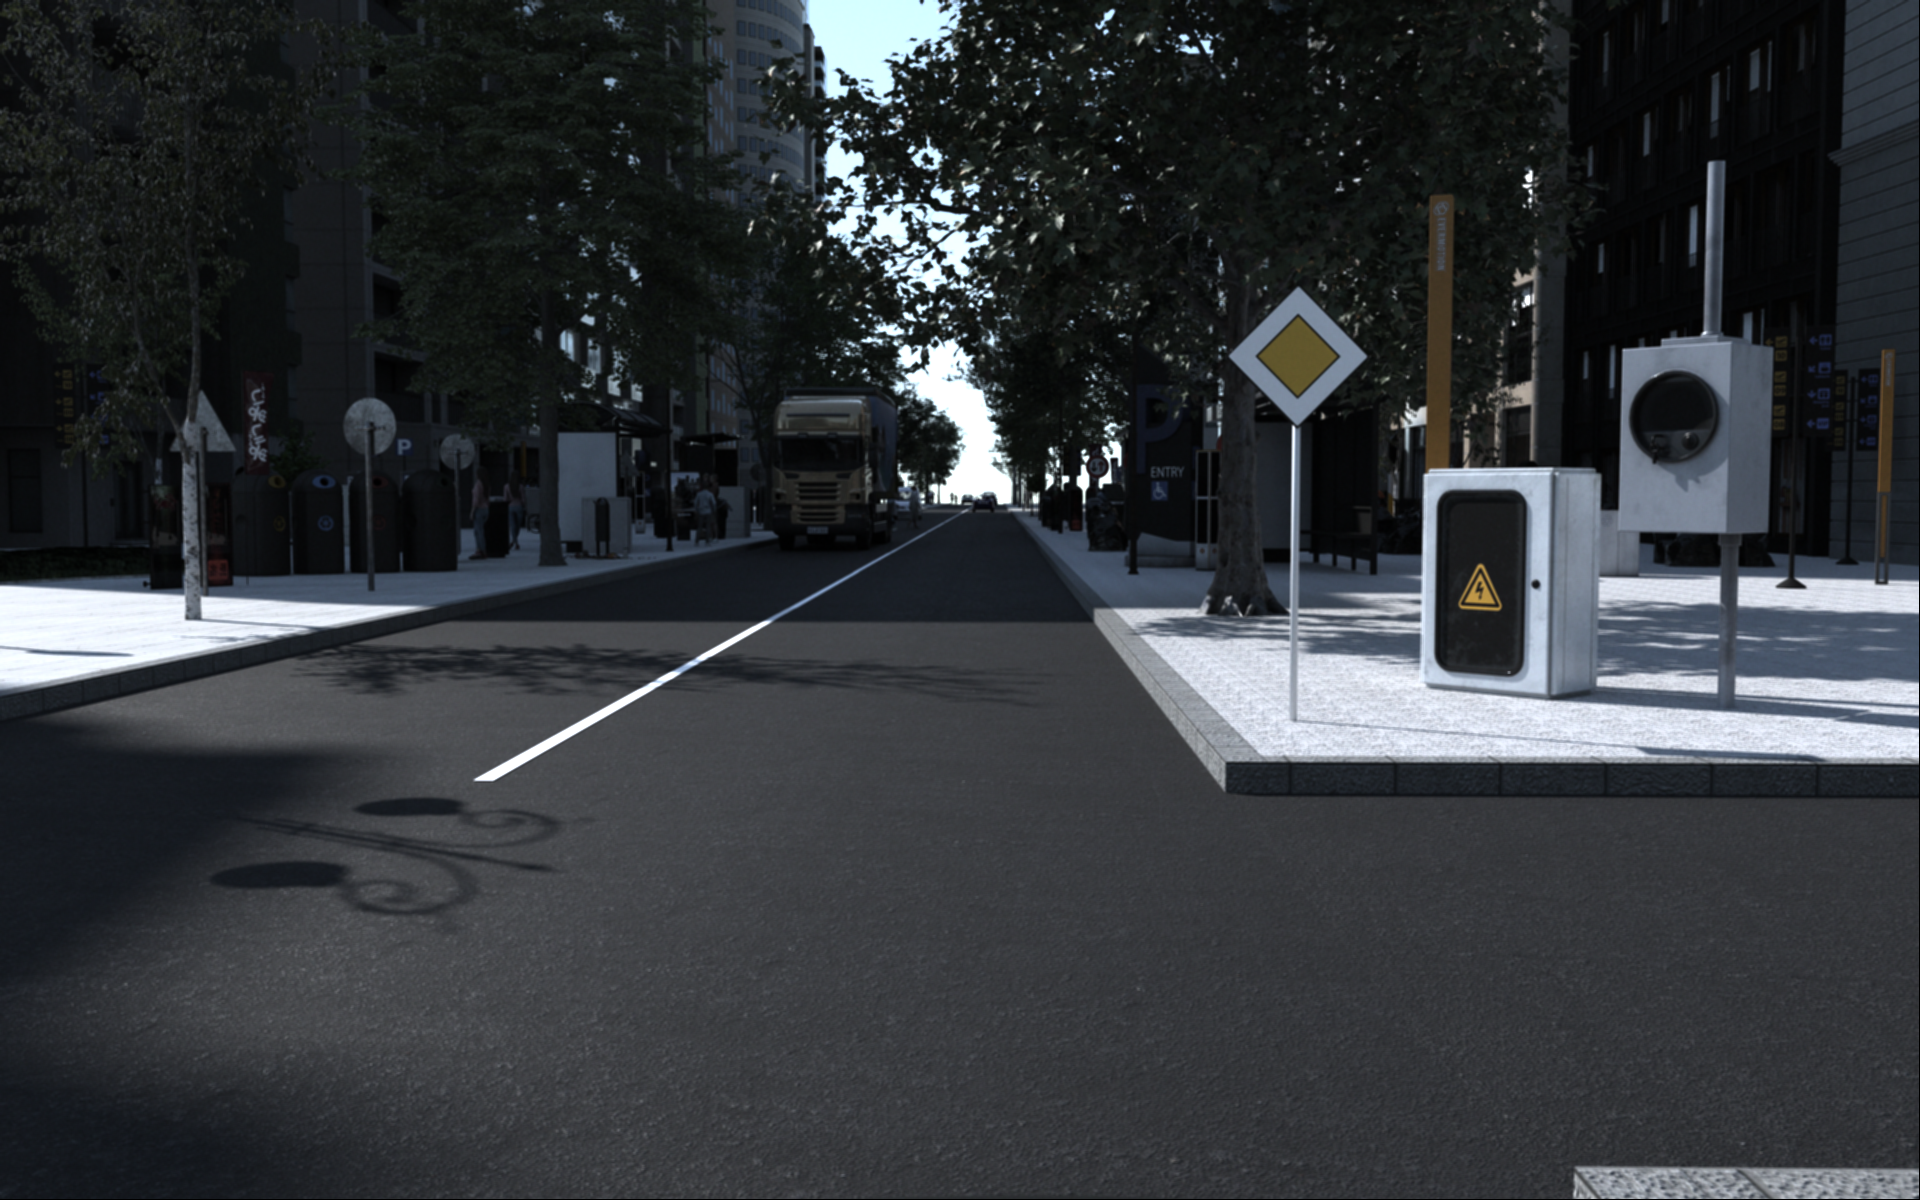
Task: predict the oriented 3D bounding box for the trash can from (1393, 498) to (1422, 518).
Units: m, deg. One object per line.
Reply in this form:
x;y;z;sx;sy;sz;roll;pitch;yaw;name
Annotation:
15.588;-2.949;59.869;0.748;1.137;0.748;0;3;0;trash can

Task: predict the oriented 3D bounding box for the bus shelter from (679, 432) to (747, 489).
-9.760;-4.741;68.793;1.731;3.624;6.357;0;4;1;bus shelter

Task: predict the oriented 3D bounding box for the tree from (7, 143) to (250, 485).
-16.867;-5.223;35.757;4.737;8.622;4.395;0;3;0;tree

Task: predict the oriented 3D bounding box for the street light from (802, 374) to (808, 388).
-5.949;-5.752;66.833;0.468;5.910;1.993;0;4;1;street light

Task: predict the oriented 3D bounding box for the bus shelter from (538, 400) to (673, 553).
-8.152;-2.832;40.225;2.014;3.302;5.546;0;4;1;bus shelter

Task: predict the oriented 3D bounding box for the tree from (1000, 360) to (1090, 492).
4.162;-7.871;79.048;4.360;8.622;3.978;0;3;0;tree

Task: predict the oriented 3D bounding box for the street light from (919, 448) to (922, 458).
-3.916;-12.047;169.747;0.468;5.910;1.993;0;4;1;street light

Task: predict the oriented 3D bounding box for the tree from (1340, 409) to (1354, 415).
13.946;-6.473;56.190;4.360;8.622;3.978;0;3;0;tree

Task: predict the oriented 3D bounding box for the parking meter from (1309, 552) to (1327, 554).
7.721;-1.933;37.323;0.255;1.863;0.399;-1;4;-21;parking meter

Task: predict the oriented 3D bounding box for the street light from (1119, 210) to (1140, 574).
2.775;-3.349;27.537;0.468;5.910;1.993;0;4;1;street light

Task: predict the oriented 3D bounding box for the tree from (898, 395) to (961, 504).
-4.045;-19.091;218.800;9.857;13.997;8.962;0;3;0;tree

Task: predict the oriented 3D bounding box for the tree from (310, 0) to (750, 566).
-7.142;-6.857;30.232;7.486;12.596;7.792;0;3;0;tree

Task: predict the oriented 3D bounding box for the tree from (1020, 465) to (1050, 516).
4.506;-6.475;100.468;1.663;3.219;1.824;0;3;0;tree

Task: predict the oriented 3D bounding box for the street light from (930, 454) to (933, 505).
-3.277;-13.765;197.851;0.468;5.910;1.993;0;4;1;street light

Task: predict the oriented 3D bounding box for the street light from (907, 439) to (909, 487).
-4.320;-10.447;143.599;0.468;5.910;1.993;0;4;1;street light

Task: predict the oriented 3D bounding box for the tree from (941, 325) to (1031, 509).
4.927;-19.532;175.233;12.611;20.169;13.585;0;3;0;tree

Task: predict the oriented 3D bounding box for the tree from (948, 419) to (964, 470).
-2.691;-18.788;232.934;9.928;11.665;9.643;0;3;0;tree

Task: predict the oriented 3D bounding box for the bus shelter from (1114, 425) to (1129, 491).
6.194;-4.804;56.176;2.179;5.291;8.768;0;4;1;bus shelter

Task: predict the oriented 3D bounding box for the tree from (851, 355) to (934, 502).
-5.068;-10.685;109.114;7.601;10.594;8.767;0;4;-3;tree

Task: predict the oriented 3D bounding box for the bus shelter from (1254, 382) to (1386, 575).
5.908;-2.200;29.892;2.014;3.302;5.546;0;4;1;bus shelter

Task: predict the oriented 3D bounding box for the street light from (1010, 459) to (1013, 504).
5.952;-13.145;187.702;0.468;5.910;1.993;0;4;1;street light

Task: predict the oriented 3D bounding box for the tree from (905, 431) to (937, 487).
-4.609;-14.553;188.299;4.360;8.622;3.978;0;3;0;tree

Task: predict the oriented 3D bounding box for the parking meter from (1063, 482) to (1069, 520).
5.185;-4.802;84.220;0.255;1.863;0.399;1;4;23;parking meter

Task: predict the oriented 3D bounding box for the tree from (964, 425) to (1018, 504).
7.317;-18.086;221.465;9.928;11.665;9.643;0;3;0;tree

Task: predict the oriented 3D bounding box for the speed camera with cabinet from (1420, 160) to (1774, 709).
3.907;-1.007;10.795;0.660;3.252;2.038;-3;5;-41;speed camera with cabinet

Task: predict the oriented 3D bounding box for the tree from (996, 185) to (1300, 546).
4.427;-6.606;42.413;7.601;10.594;8.767;0;4;-2;tree

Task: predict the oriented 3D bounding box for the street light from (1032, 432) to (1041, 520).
3.885;-6.811;84.149;0.468;5.910;1.993;0;4;1;street light

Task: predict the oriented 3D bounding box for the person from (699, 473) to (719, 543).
-6.605;-2.433;45.802;0.580;1.828;0.573;1;4;13;person

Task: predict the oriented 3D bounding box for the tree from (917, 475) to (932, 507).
-3.995;-11.177;177.342;1.663;3.219;1.824;0;3;0;tree

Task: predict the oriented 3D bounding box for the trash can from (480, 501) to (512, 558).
-9.402;-1.422;34.899;0.748;1.137;0.748;0;3;0;trash can

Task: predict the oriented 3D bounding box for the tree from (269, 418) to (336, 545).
-16.963;-3.026;44.071;1.663;3.219;1.824;0;3;0;tree

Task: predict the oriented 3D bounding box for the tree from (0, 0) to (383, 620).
-8.078;-4.102;17.424;4.360;8.622;3.978;0;3;0;tree

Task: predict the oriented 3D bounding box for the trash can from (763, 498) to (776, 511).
-7.511;-3.516;69.148;0.748;1.137;0.748;0;3;0;trash can

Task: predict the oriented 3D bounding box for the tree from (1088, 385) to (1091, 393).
7.795;-21.030;199.733;12.611;20.169;13.585;0;3;0;tree

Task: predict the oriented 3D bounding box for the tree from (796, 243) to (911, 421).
-5.603;-9.721;77.062;7.486;12.596;7.792;0;3;0;tree

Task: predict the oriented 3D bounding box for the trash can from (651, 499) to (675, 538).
-8.651;-2.385;50.655;0.748;1.137;0.748;0;3;0;trash can

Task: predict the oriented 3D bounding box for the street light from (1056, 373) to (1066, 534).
3.267;-5.102;56.204;0.468;5.910;1.993;0;4;1;street light

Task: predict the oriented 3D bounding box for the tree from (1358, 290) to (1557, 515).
12.924;-5.784;44.926;4.360;8.622;3.978;0;3;0;tree

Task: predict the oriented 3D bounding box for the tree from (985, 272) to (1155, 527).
4.716;-9.071;66.435;7.486;12.596;7.792;0;3;0;tree

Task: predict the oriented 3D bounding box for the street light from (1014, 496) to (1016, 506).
5.487;-11.459;160.149;0.468;5.910;1.993;0;4;1;street light

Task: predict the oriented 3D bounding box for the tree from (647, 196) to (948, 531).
-6.763;-8.205;59.907;9.928;11.665;9.643;0;3;0;tree

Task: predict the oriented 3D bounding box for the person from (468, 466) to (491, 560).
-9.394;-1.706;33.941;0.388;1.821;0.555;0;4;7;person

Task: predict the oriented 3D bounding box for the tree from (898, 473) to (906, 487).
-5.028;-8.540;134.230;1.663;3.219;1.824;0;3;0;tree

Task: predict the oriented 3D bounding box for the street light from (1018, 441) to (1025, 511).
4.840;-9.713;131.594;0.468;5.910;1.993;0;4;1;street light

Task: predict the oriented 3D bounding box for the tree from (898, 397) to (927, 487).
-4.479;-10.839;127.585;4.737;8.622;4.395;0;3;0;tree

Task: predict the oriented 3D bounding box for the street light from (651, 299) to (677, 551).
-6.549;-4.043;38.888;0.468;5.910;1.993;0;4;1;street light

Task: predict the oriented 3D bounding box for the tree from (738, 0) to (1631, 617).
2.951;-6.187;18.172;9.611;12.733;9.660;0;3;0;tree
